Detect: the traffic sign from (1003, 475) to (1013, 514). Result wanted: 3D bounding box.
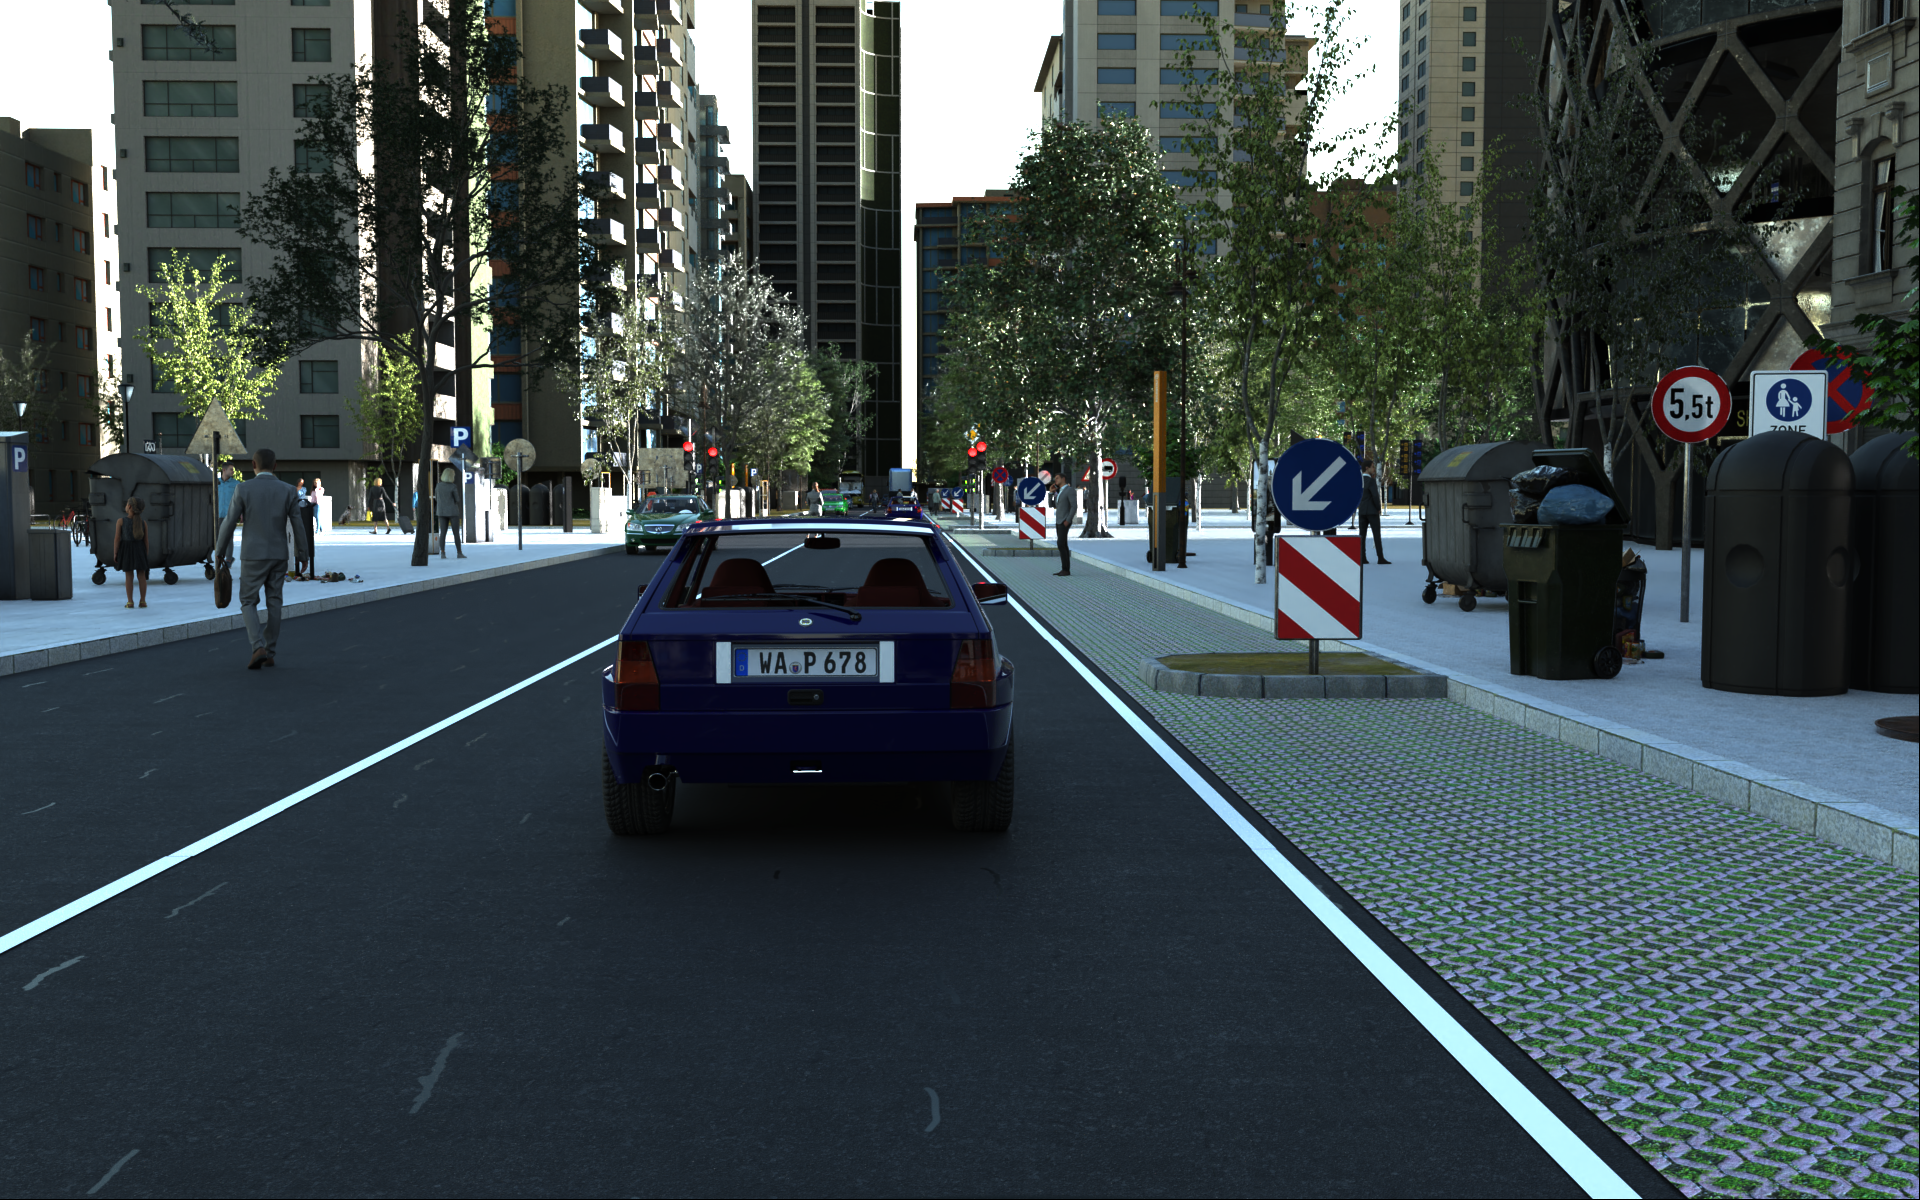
[{"bbox_3d":[3.108,-6.951,113.746,0.768,2.556,0.104,0,4,5],"label":"traffic sign"}]

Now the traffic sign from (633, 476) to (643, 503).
[{"bbox_3d":[-14.028,-4.688,76.648,0.884,2.594,0.081,0,4,4],"label":"traffic sign"}]

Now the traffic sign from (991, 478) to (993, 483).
[{"bbox_3d":[2.678,-7.845,128.370,0.768,2.556,0.104,0,4,3],"label":"traffic sign"}]

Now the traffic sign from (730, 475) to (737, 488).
[{"bbox_3d":[-15.171,-7.033,115.094,0.768,2.556,0.104,0,4,7],"label":"traffic sign"}]

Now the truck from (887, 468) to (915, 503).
[{"bbox_3d":[-5.916,-11.219,173.182,2.967,4.110,18.799,0,4,-2],"label":"truck"}]

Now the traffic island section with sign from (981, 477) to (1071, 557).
[{"bbox_3d":[1.511,-1.935,40.264,1.989,1.847,2.006,0,4,-2],"label":"traffic island section with sign"}]

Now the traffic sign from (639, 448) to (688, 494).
[{"bbox_3d":[-13.025,-5.039,76.262,2.265,3.308,0.079,0,4,4],"label":"traffic sign"}]

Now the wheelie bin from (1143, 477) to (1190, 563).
[{"bbox_3d":[3.865,-1.493,32.316,0.980,1.594,0.693,2,4,29],"label":"wheelie bin"}]

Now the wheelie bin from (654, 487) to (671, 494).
[{"bbox_3d":[-12.991,-4.131,75.447,0.693,1.594,0.980,3,5,43],"label":"wheelie bin"}]

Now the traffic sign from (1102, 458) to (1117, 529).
[{"bbox_3d":[5.174,-3.738,61.229,0.768,2.556,0.104,0,4,7],"label":"traffic sign"}]

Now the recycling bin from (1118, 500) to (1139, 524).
[{"bbox_3d":[7.173,-3.753,73.922,0.722,1.027,0.722,-1,4,-15],"label":"recycling bin"}]

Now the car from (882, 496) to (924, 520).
[{"bbox_3d":[-2.584,-4.059,78.943,1.945,1.354,3.894,0,4,-3],"label":"car"}]

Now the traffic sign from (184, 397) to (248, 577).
[{"bbox_3d":[-9.934,-1.414,23.120,0.884,2.594,0.081,0,4,6],"label":"traffic sign"}]

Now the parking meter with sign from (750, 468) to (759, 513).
[{"bbox_3d":[-13.673,-7.384,116.996,0.543,3.016,1.738,-2,4,-23],"label":"parking meter with sign"}]

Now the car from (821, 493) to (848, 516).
[{"bbox_3d":[-8.109,-6.209,110.319,1.959,1.807,4.718,0,3,0],"label":"car"}]

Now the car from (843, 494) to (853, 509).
[{"bbox_3d":[-11.048,-9.282,163.770,2.014,1.417,4.499,0,4,-1],"label":"car"}]

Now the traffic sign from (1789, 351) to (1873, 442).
[{"bbox_3d":[7.400,-0.901,14.834,0.768,2.556,0.104,0,4,3],"label":"traffic sign"}]

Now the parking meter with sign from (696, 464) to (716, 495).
[{"bbox_3d":[-14.451,-6.364,100.315,0.543,3.016,1.738,3,4,38],"label":"parking meter with sign"}]

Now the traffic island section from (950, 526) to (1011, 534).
[{"bbox_3d":[0.783,-2.478,62.795,2.009,0.180,2.903,0,4,-2],"label":"traffic island section"}]

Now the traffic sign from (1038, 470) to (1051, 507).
[{"bbox_3d":[4.489,-5.652,92.508,0.768,2.556,0.104,0,4,7],"label":"traffic sign"}]

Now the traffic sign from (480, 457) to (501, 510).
[{"bbox_3d":[-13.030,-2.811,48.083,0.606,2.300,0.079,0,4,5],"label":"traffic sign"}]

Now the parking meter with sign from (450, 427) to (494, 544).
[{"bbox_3d":[-12.811,-3.020,45.634,0.543,3.016,1.738,0,4,5],"label":"parking meter with sign"}]

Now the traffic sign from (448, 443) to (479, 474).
[{"bbox_3d":[-12.811,-2.750,44.692,0.795,2.593,0.064,0,4,2],"label":"traffic sign"}]

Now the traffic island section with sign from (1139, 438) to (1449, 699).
[{"bbox_3d":[2.395,-0.268,13.003,1.989,1.847,2.006,0,4,-2],"label":"traffic island section with sign"}]

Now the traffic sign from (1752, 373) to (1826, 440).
[{"bbox_3d":[6.862,-0.752,14.420,0.606,2.300,0.079,0,4,7],"label":"traffic sign"}]

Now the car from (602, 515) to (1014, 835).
[{"bbox_3d":[-0.696,0.240,8.663,1.945,1.354,3.894,0,4,-3],"label":"car"}]

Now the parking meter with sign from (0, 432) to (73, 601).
[{"bbox_3d":[-11.710,-1.511,20.974,1.738,3.016,0.543,0,4,2],"label":"parking meter with sign"}]

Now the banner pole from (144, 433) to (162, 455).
[{"bbox_3d":[-32.684,-4.913,70.342,0.863,3.779,0.401,-3,5,-40],"label":"banner pole"}]

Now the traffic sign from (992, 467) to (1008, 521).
[{"bbox_3d":[1.879,-4.951,81.060,0.768,2.556,0.104,0,4,7],"label":"traffic sign"}]

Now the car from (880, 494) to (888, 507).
[{"bbox_3d":[-7.763,-10.860,189.558,2.014,1.417,4.499,0,4,-4],"label":"car"}]

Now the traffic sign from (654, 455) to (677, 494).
[{"bbox_3d":[-9.708,-3.485,57.082,0.768,2.556,0.104,0,4,5],"label":"traffic sign"}]

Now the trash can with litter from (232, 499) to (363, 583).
[{"bbox_3d":[-9.640,-0.891,25.627,1.678,1.210,2.233,-3,5,-45],"label":"trash can with litter"}]

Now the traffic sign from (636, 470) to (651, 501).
[{"bbox_3d":[-13.545,-4.407,74.182,0.606,2.300,0.079,0,4,-1],"label":"traffic sign"}]

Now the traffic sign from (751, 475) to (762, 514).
[{"bbox_3d":[-13.397,-6.962,113.928,0.768,2.556,0.104,0,4,5],"label":"traffic sign"}]

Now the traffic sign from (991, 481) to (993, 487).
[{"bbox_3d":[2.584,-7.739,126.534,0.884,2.594,0.081,0,4,6],"label":"traffic sign"}]

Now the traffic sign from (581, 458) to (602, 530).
[{"bbox_3d":[-13.079,-3.748,61.385,0.768,2.556,0.104,0,4,6],"label":"traffic sign"}]

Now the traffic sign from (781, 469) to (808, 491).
[{"bbox_3d":[-13.569,-9.030,141.509,2.265,3.308,0.079,0,4,1],"label":"traffic sign"}]

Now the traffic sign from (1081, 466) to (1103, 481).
[{"bbox_3d":[5.422,-4.361,71.312,0.884,2.594,0.081,0,4,1],"label":"traffic sign"}]

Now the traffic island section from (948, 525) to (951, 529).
[{"bbox_3d":[0.525,-2.966,70.776,2.009,0.180,2.903,0,4,-2],"label":"traffic island section"}]

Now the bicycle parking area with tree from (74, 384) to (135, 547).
[{"bbox_3d":[-24.192,-3.519,44.540,8.231,4.147,9.016,0,4,-7],"label":"bicycle parking area with tree"}]

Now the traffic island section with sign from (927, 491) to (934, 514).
[{"bbox_3d":[-1.143,-6.953,122.303,1.989,1.847,2.006,0,4,-2],"label":"traffic island section with sign"}]

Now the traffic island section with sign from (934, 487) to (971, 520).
[{"bbox_3d":[-0.265,-5.305,95.362,1.989,1.847,2.006,0,4,-2],"label":"traffic island section with sign"}]

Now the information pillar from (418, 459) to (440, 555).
[{"bbox_3d":[-11.225,-1.966,36.628,0.304,2.012,0.304,1,4,10],"label":"information pillar"}]

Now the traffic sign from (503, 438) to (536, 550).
[{"bbox_3d":[-10.082,-2.418,39.643,0.768,2.556,0.104,0,4,6],"label":"traffic sign"}]

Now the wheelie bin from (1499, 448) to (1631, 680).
[{"bbox_3d":[4.227,-0.259,12.148,0.693,1.594,0.980,-1,4,-19],"label":"wheelie bin"}]

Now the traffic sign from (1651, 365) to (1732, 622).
[{"bbox_3d":[7.259,-1.050,17.274,0.768,2.556,0.104,0,4,7],"label":"traffic sign"}]

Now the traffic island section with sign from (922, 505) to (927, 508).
[{"bbox_3d":[-2.783,-10.032,172.655,1.989,1.847,2.006,0,4,-2],"label":"traffic island section with sign"}]

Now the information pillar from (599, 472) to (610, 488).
[{"bbox_3d":[-11.941,-3.285,58.195,0.304,2.012,0.304,-2,4,-31],"label":"information pillar"}]

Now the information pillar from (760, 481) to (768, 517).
[{"bbox_3d":[-10.695,-5.499,94.395,0.304,2.012,0.304,-3,4,-37],"label":"information pillar"}]
